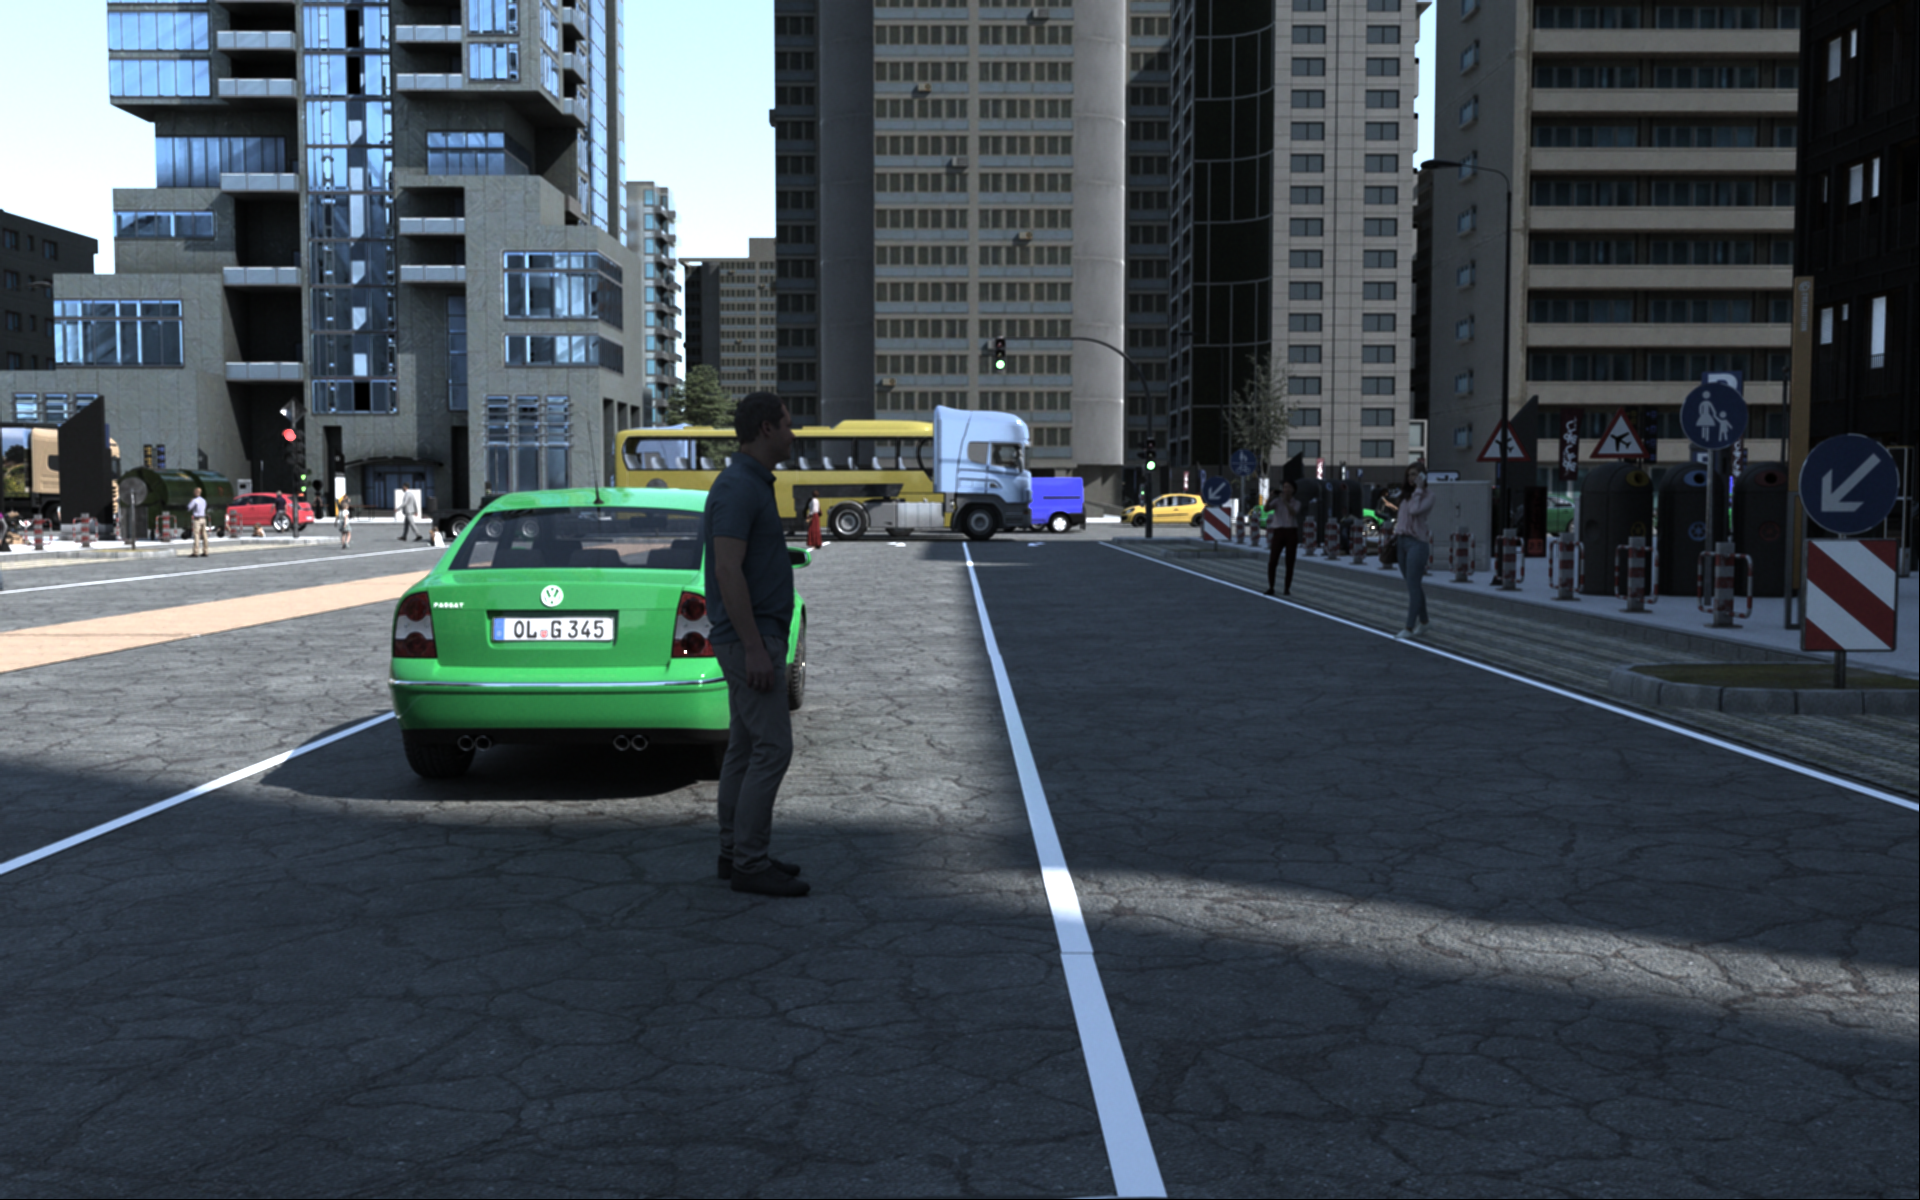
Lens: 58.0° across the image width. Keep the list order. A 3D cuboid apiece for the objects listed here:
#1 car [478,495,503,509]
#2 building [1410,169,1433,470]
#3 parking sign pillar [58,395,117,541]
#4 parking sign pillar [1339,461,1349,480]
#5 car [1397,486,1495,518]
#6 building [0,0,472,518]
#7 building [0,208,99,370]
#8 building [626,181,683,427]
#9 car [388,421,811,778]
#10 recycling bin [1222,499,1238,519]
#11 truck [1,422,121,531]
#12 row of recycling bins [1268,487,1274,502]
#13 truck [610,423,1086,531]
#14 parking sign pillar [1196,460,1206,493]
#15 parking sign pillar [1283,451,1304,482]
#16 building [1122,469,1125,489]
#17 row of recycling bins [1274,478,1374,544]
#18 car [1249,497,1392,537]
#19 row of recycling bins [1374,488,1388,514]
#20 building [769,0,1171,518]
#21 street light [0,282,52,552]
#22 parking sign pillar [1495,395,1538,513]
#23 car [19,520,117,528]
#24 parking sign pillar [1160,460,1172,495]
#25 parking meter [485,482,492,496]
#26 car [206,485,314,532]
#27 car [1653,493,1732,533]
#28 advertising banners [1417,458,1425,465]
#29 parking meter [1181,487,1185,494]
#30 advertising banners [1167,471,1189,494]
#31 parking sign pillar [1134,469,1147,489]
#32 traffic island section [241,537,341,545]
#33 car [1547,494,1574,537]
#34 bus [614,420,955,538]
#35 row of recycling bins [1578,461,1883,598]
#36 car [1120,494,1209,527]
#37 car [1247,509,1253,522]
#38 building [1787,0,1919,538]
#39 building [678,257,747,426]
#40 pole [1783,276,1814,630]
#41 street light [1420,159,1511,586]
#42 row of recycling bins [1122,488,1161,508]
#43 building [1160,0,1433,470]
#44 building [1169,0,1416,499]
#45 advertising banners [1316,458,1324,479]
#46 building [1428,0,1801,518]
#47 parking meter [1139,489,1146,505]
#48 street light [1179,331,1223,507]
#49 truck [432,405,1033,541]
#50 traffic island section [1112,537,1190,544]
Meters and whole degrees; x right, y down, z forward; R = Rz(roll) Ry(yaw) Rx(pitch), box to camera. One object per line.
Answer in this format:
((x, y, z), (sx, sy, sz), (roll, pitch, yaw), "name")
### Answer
((-13.768, -2.837, 56.180), (4.222, 1.686, 2.009), (0, 4, 1), "car")
((60.394, -29.988, 182.189), (23.993, 40.220, 32.217), (0, 4, 0), "building")
((-24.044, -3.617, 47.616), (1.447, 3.967, 1.447), (0, 4, 6), "parking sign pillar")
((31.457, -9.397, 142.105), (1.447, 3.967, 1.447), (0, 4, -6), "parking sign pillar")
((22.095, -4.177, 76.962), (5.304, 1.827, 2.281), (0, 4, -2), "car")
((-34.764, -48.099, 99.096), (31.000, 86.520, 22.319), (0, 4, 0), "building")
((-72.729, -15.831, 103.876), (28.899, 21.520, 27.650), (0, 4, 0), "building")
((-57.079, -39.213, 260.740), (30.456, 49.044, 23.786), (0, 4, 0), "building")
((-1.896, -0.082, 10.130), (1.959, 1.807, 4.718), (0, 4, -1), "car")
((14.141, -4.780, 90.700), (0.722, 1.027, 0.722), (1, 4, 23), "recycling bin")
((-38.497, -4.869, 68.530), (11.283, 4.237, 2.839), (0, 4, 1), "truck")
((19.689, -5.776, 101.551), (3.534, 1.692, 1.069), (1, 4, 12), "row of recycling bins")
((-4.616, -4.705, 66.679), (18.799, 4.110, 2.967), (0, 4, -1), "truck")
((19.357, -9.223, 139.263), (1.447, 3.967, 1.447), (2, 4, 27), "parking sign pillar")
((21.090, -7.401, 109.481), (1.447, 3.967, 1.447), (3, 5, 41), "parking sign pillar")
((11.255, -37.056, 260.484), (28.867, 44.769, 22.147), (0, 4, 0), "building")
((9.721, -2.386, 46.130), (1.069, 1.692, 3.534), (3, 4, 37), "row of recycling bins")
((12.185, -3.041, 58.521), (4.718, 1.807, 1.959), (0, 3, 0), "car")
((27.698, -6.534, 113.942), (1.069, 1.692, 3.534), (2, 4, 24), "row of recycling bins")
((0.694, -25.438, 107.785), (23.993, 40.220, 32.217), (0, 4, 0), "building")
((-20.595, -4.009, 38.089), (1.470, 5.913, 1.316), (0, 4, 0), "street light")
((15.086, -3.577, 46.961), (1.447, 3.967, 1.447), (-3, 4, -38), "parking sign pillar")
((-37.837, -3.935, 73.381), (4.494, 1.783, 2.155), (0, 4, 0), "car")
((16.163, -9.133, 137.795), (1.447, 3.967, 1.447), (2, 4, 35), "parking sign pillar")
((-21.947, -4.582, 80.619), (0.255, 1.863, 0.399), (-1, 4, -20), "parking meter")
((-27.310, -3.533, 66.808), (4.494, 1.783, 2.155), (0, 4, -1), "car")
((24.857, -2.873, 55.776), (4.718, 1.807, 1.959), (0, 4, -1), "car")
((22.741, -5.332, 83.370), (0.090, 3.025, 2.074), (-2, 4, -29), "advertising banners")
((17.552, -8.003, 136.565), (0.255, 1.863, 0.399), (1, 4, 18), "parking meter")
((16.606, -8.300, 131.897), (2.074, 3.025, 0.090), (-2, 4, -28), "advertising banners")
((14.907, -9.479, 143.453), (1.447, 3.967, 1.447), (1, 4, 13), "parking sign pillar")
((-19.285, -1.711, 50.259), (2.009, 0.180, 2.903), (0, 4, 0), "traffic island section")
((18.432, -2.723, 56.324), (4.920, 1.459, 2.131), (0, 4, -1), "car")
((-5.248, -4.070, 58.093), (12.252, 3.916, 2.896), (0, 4, -1), "bus")
((9.669, -0.902, 21.855), (3.534, 1.692, 1.069), (1, 4, 10), "row of recycling bins")
((8.994, -4.008, 75.750), (3.980, 1.641, 2.015), (0, 3, 0), "car")
((14.858, -4.109, 77.410), (3.980, 1.641, 2.015), (0, 4, -1), "car")
((25.056, -12.315, 31.036), (12.332, 23.373, 15.834), (0, 4, 0), "building")
((-29.512, -35.051, 264.970), (23.993, 40.220, 32.217), (0, 4, 0), "building")
((7.920, -1.377, 16.352), (0.158, 3.312, 0.155), (0, 3, 0), "pole")
((7.081, -3.159, 24.199), (1.470, 5.913, 1.316), (0, 4, 0), "street light")
((13.195, -7.369, 127.598), (3.534, 1.692, 1.069), (-2, 4, -28), "row of recycling bins")
((32.265, -36.367, 183.840), (28.713, 52.752, 27.495), (0, 4, 0), "building")
((28.569, -44.026, 158.070), (20.563, 71.187, 20.611), (0, 4, 0), "building")
((16.783, -5.333, 83.377), (2.074, 3.025, 0.090), (-2, 4, -33), "advertising banners")
((39.002, -29.113, 99.705), (21.600, 48.544, 21.300), (0, 4, 0), "building")
((9.566, -5.043, 90.866), (0.372, 1.533, 0.369), (0, 3, 0), "parking meter")
((6.941, -4.715, 49.627), (1.470, 5.913, 1.316), (0, 4, 0), "street light")
((-6.500, -3.888, 53.320), (18.799, 4.110, 2.967), (0, 4, -2), "truck")
((5.506, -1.719, 50.386), (2.009, 0.180, 2.903), (0, 4, 0), "traffic island section")
